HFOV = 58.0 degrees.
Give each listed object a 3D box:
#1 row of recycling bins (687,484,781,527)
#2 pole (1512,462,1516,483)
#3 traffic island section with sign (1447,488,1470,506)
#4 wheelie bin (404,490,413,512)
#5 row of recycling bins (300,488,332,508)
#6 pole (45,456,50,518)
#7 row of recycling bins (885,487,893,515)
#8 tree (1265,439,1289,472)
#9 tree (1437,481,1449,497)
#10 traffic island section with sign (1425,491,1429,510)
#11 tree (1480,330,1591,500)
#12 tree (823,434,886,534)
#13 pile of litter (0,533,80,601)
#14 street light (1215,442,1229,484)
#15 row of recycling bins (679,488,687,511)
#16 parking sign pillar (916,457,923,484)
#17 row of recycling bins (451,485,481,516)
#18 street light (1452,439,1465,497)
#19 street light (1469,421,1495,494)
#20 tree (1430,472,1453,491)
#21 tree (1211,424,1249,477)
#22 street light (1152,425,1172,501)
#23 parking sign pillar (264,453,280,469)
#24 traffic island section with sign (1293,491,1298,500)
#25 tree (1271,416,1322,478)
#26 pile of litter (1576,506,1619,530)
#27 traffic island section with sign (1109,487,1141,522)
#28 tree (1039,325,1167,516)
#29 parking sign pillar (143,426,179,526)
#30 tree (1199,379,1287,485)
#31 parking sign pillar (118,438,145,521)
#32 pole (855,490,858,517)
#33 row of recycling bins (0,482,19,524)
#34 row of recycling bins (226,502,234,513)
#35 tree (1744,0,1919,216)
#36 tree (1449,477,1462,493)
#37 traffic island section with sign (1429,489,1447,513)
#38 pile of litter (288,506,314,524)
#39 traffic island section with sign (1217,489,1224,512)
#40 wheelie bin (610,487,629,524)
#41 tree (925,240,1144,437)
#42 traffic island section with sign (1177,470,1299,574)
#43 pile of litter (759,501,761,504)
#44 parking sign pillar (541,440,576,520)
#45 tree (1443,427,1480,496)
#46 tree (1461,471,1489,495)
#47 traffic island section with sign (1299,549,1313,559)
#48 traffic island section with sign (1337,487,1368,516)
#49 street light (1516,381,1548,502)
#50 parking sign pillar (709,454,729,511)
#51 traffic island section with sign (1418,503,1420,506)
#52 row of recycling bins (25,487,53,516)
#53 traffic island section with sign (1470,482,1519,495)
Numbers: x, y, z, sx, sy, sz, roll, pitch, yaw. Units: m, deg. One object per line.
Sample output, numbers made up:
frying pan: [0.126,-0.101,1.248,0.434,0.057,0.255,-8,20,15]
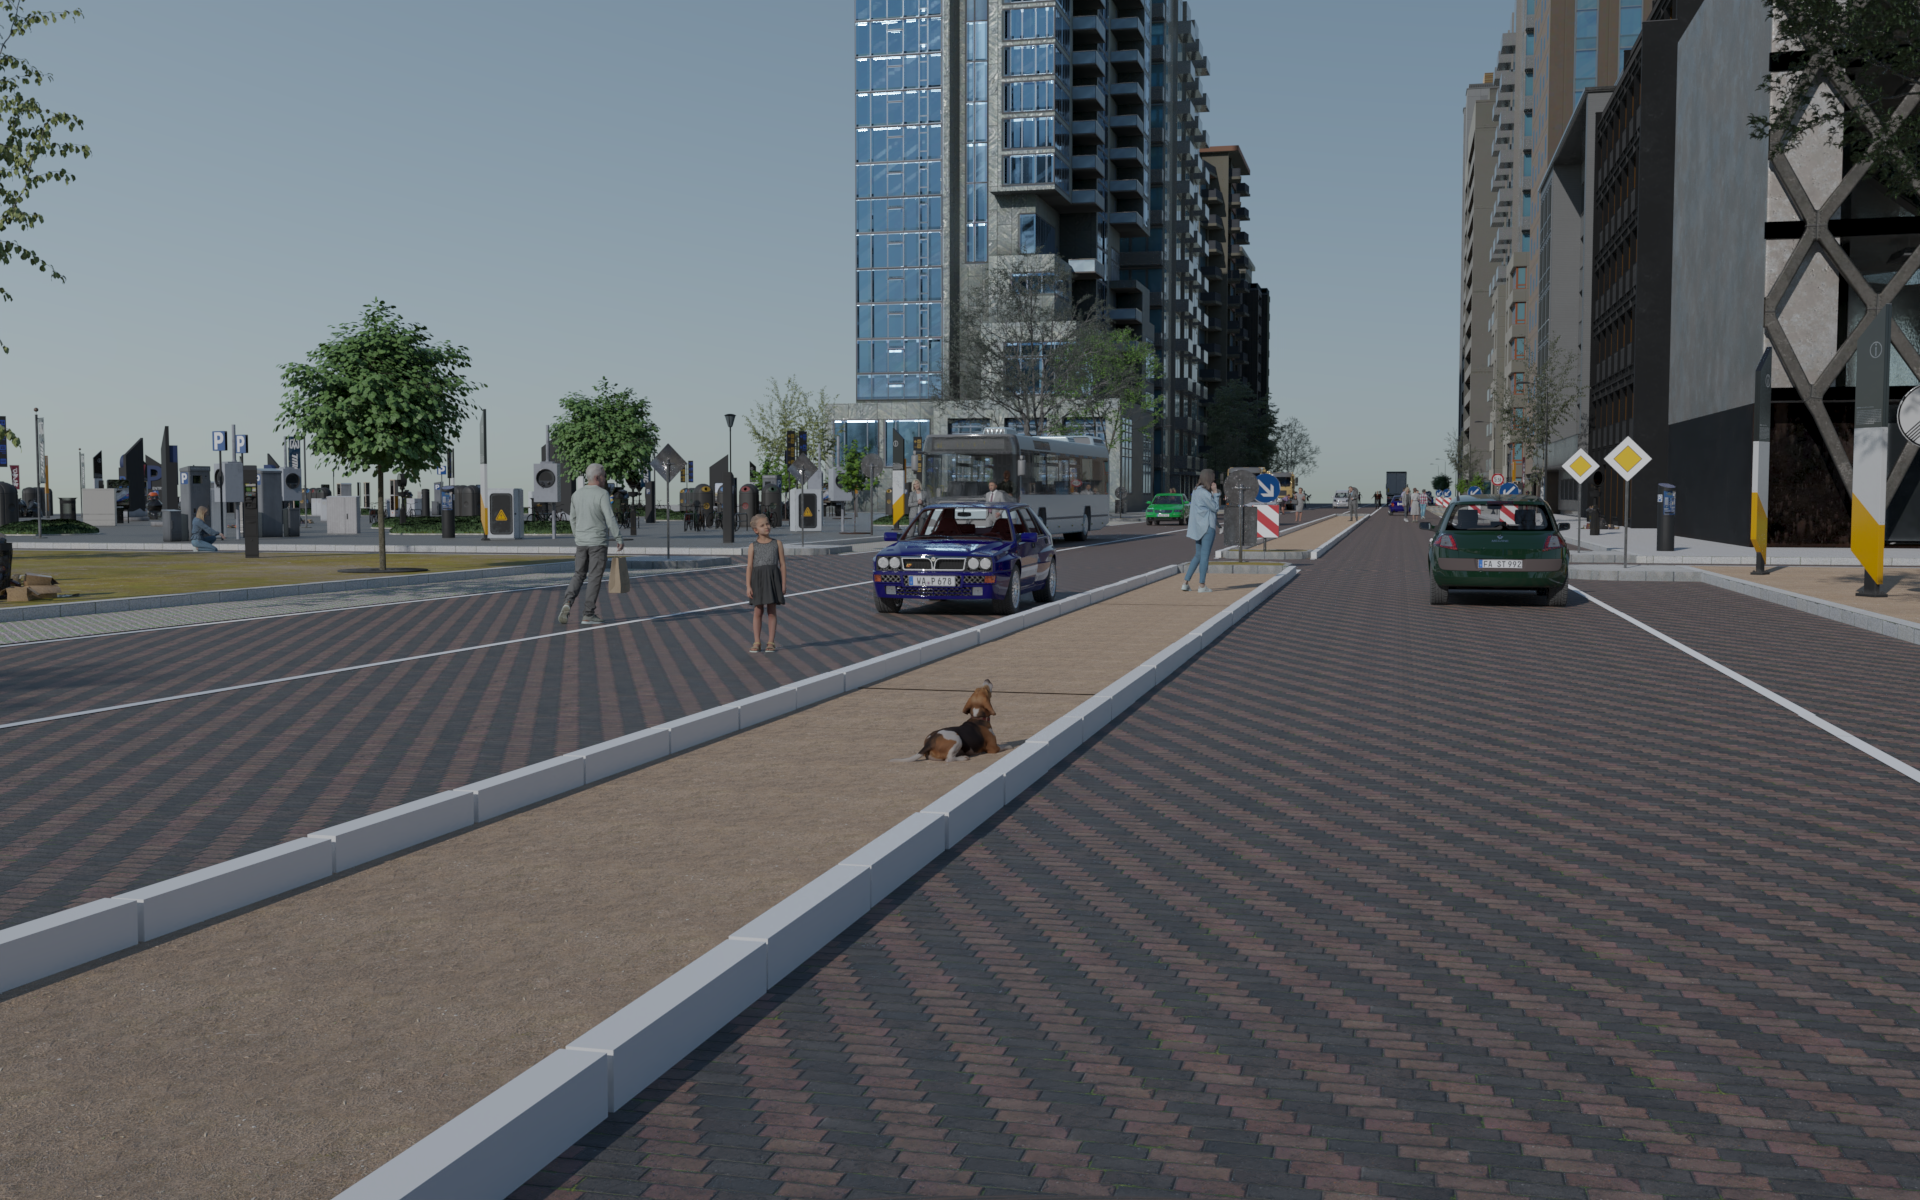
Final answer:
row of recycling bins: [-8.749,-3.723,67.980,3.534,1.692,1.069,0,4,6]
pole: [34.715,-7.018,108.579,0.158,3.312,0.155,0,3,0]
traffic island section with sign: [25.441,-4.741,86.147,1.989,1.847,2.006,1,4,14]
wheelie bin: [-40.055,-7.194,125.524,0.693,1.594,0.980,1,4,9]
row of recycling bins: [-41.303,-6.353,110.989,3.534,1.692,1.069,3,5,45]
pole: [-48.387,-5.990,91.774,0.158,3.312,0.155,0,3,0]
row of recycling bins: [-3.495,-6.099,106.826,1.069,1.692,3.534,-2,4,-31]
tree: [40.215,-16.715,223.653,4.737,8.622,4.395,0,3,0]
tree: [68.205,-15.329,245.230,1.663,3.219,1.824,0,3,0]
traffic island section with sign: [44.390,-9.316,160.949,1.989,1.847,2.006,1,4,14]
tree: [25.805,-7.765,77.326,4.360,8.622,3.978,0,3,0]
tree: [-3.456,-3.726,55.525,1.663,3.219,1.824,0,3,0]
pile of litter: [-11.535,-0.434,21.057,1.176,0.858,1.719,3,4,37]
street light: [23.327,-11.133,154.567,1.470,5.913,1.316,1,4,14]
row of recycling bins: [-17.613,-6.524,113.785,1.069,1.692,3.534,-1,4,-23]
parking sign pillar: [-1.762,-6.548,95.532,1.447,3.967,1.447,0,4,-6]
row of recycling bins: [-22.703,-4.394,78.955,1.069,1.692,3.534,-2,4,-34]
street light: [42.635,-10.652,146.699,1.470,5.913,1.316,1,4,14]
street light: [33.242,-8.384,109.622,1.470,5.913,1.316,1,4,14]
tree: [71.149,-16.634,255.677,4.285,4.588,4.351,0,3,0]
tree: [28.208,-14.042,179.941,4.360,8.622,3.978,0,3,0]
street light: [13.586,-8.825,116.828,1.470,5.913,1.316,1,4,14]
parking sign pillar: [-45.352,-7.691,114.216,1.447,3.967,1.447,3,4,38]
traffic island section with sign: [47.508,-14.446,244.817,1.989,1.847,2.006,1,4,14]
tree: [51.327,-21.986,269.834,12.009,13.543,11.850,0,3,0]
pile of litter: [23.345,-3.018,63.307,1.176,0.858,1.719,-1,4,-13]
traffic island section with sign: [8.381,-5.001,90.387,1.989,1.847,2.006,1,4,14]
tree: [8.578,-10.866,103.419,9.928,11.665,9.643,0,3,0]
parking sign pillar: [-31.544,-4.932,69.103,1.447,3.967,1.447,-2,4,-32]
tree: [30.622,-17.231,188.384,9.857,13.997,8.962,0,3,0]
parking sign pillar: [-39.293,-5.729,82.147,1.447,3.967,1.447,1,4,11]
pole: [-5.772,-6.263,96.239,0.158,3.312,0.155,0,3,0]
row of recycling bins: [-34.185,-3.323,61.440,1.069,1.692,3.534,-3,4,-37]
row of recycling bins: [-50.087,-6.816,118.553,1.069,1.692,3.534,2,4,34]
tree: [10.439,-4.882,14.235,7.601,10.594,8.767,-3,5,-43]
tree: [51.845,-11.248,178.503,1.663,3.219,1.824,0,3,0]
traffic island section with sign: [37.564,-7.669,134.018,1.989,1.847,2.006,1,4,14]
pile of litter: [-28.908,-3.777,75.723,1.176,0.858,1.719,-2,4,-32]
traffic island section with sign: [20.619,-7.953,138.660,1.989,1.847,2.006,1,4,14]
wheelie bin: [-14.715,-4.099,74.928,0.693,1.594,0.980,2,4,28]
tree: [3.584,-10.588,83.485,12.009,13.543,11.850,0,3,0]
traffic island section with sign: [5.106,-1.451,31.865,2.006,1.907,1.989,1,4,14]
pile of litter: [-13.088,-6.169,114.820,1.719,0.858,1.176,-3,5,-39]
parking sign pillar: [-15.631,-4.833,67.498,1.447,3.967,1.447,1,4,17]
tree: [55.143,-14.684,190.438,4.360,8.622,3.978,0,3,0]
tree: [40.467,-8.591,135.066,1.663,3.219,1.824,0,3,0]
traffic island section with sign: [6.934,-1.890,39.044,2.006,1.907,1.989,1,4,14]
traffic island section with sign: [25.378,-6.346,111.892,2.006,1.907,1.989,1,4,14]
street light: [23.555,-6.038,71.265,1.470,5.913,1.316,1,4,14]
parking sign pillar: [-16.265,-7.865,117.061,1.447,3.967,1.447,0,4,4]
traffic island section with sign: [57.733,-12.540,213.660,1.989,1.847,2.006,1,4,14]
row of recycling bins: [-54.275,-5.804,102.000,1.069,1.692,3.534,-1,4,-11]
traffic island section with sign: [18.683,-3.110,59.473,1.989,1.847,2.006,1,4,14]
